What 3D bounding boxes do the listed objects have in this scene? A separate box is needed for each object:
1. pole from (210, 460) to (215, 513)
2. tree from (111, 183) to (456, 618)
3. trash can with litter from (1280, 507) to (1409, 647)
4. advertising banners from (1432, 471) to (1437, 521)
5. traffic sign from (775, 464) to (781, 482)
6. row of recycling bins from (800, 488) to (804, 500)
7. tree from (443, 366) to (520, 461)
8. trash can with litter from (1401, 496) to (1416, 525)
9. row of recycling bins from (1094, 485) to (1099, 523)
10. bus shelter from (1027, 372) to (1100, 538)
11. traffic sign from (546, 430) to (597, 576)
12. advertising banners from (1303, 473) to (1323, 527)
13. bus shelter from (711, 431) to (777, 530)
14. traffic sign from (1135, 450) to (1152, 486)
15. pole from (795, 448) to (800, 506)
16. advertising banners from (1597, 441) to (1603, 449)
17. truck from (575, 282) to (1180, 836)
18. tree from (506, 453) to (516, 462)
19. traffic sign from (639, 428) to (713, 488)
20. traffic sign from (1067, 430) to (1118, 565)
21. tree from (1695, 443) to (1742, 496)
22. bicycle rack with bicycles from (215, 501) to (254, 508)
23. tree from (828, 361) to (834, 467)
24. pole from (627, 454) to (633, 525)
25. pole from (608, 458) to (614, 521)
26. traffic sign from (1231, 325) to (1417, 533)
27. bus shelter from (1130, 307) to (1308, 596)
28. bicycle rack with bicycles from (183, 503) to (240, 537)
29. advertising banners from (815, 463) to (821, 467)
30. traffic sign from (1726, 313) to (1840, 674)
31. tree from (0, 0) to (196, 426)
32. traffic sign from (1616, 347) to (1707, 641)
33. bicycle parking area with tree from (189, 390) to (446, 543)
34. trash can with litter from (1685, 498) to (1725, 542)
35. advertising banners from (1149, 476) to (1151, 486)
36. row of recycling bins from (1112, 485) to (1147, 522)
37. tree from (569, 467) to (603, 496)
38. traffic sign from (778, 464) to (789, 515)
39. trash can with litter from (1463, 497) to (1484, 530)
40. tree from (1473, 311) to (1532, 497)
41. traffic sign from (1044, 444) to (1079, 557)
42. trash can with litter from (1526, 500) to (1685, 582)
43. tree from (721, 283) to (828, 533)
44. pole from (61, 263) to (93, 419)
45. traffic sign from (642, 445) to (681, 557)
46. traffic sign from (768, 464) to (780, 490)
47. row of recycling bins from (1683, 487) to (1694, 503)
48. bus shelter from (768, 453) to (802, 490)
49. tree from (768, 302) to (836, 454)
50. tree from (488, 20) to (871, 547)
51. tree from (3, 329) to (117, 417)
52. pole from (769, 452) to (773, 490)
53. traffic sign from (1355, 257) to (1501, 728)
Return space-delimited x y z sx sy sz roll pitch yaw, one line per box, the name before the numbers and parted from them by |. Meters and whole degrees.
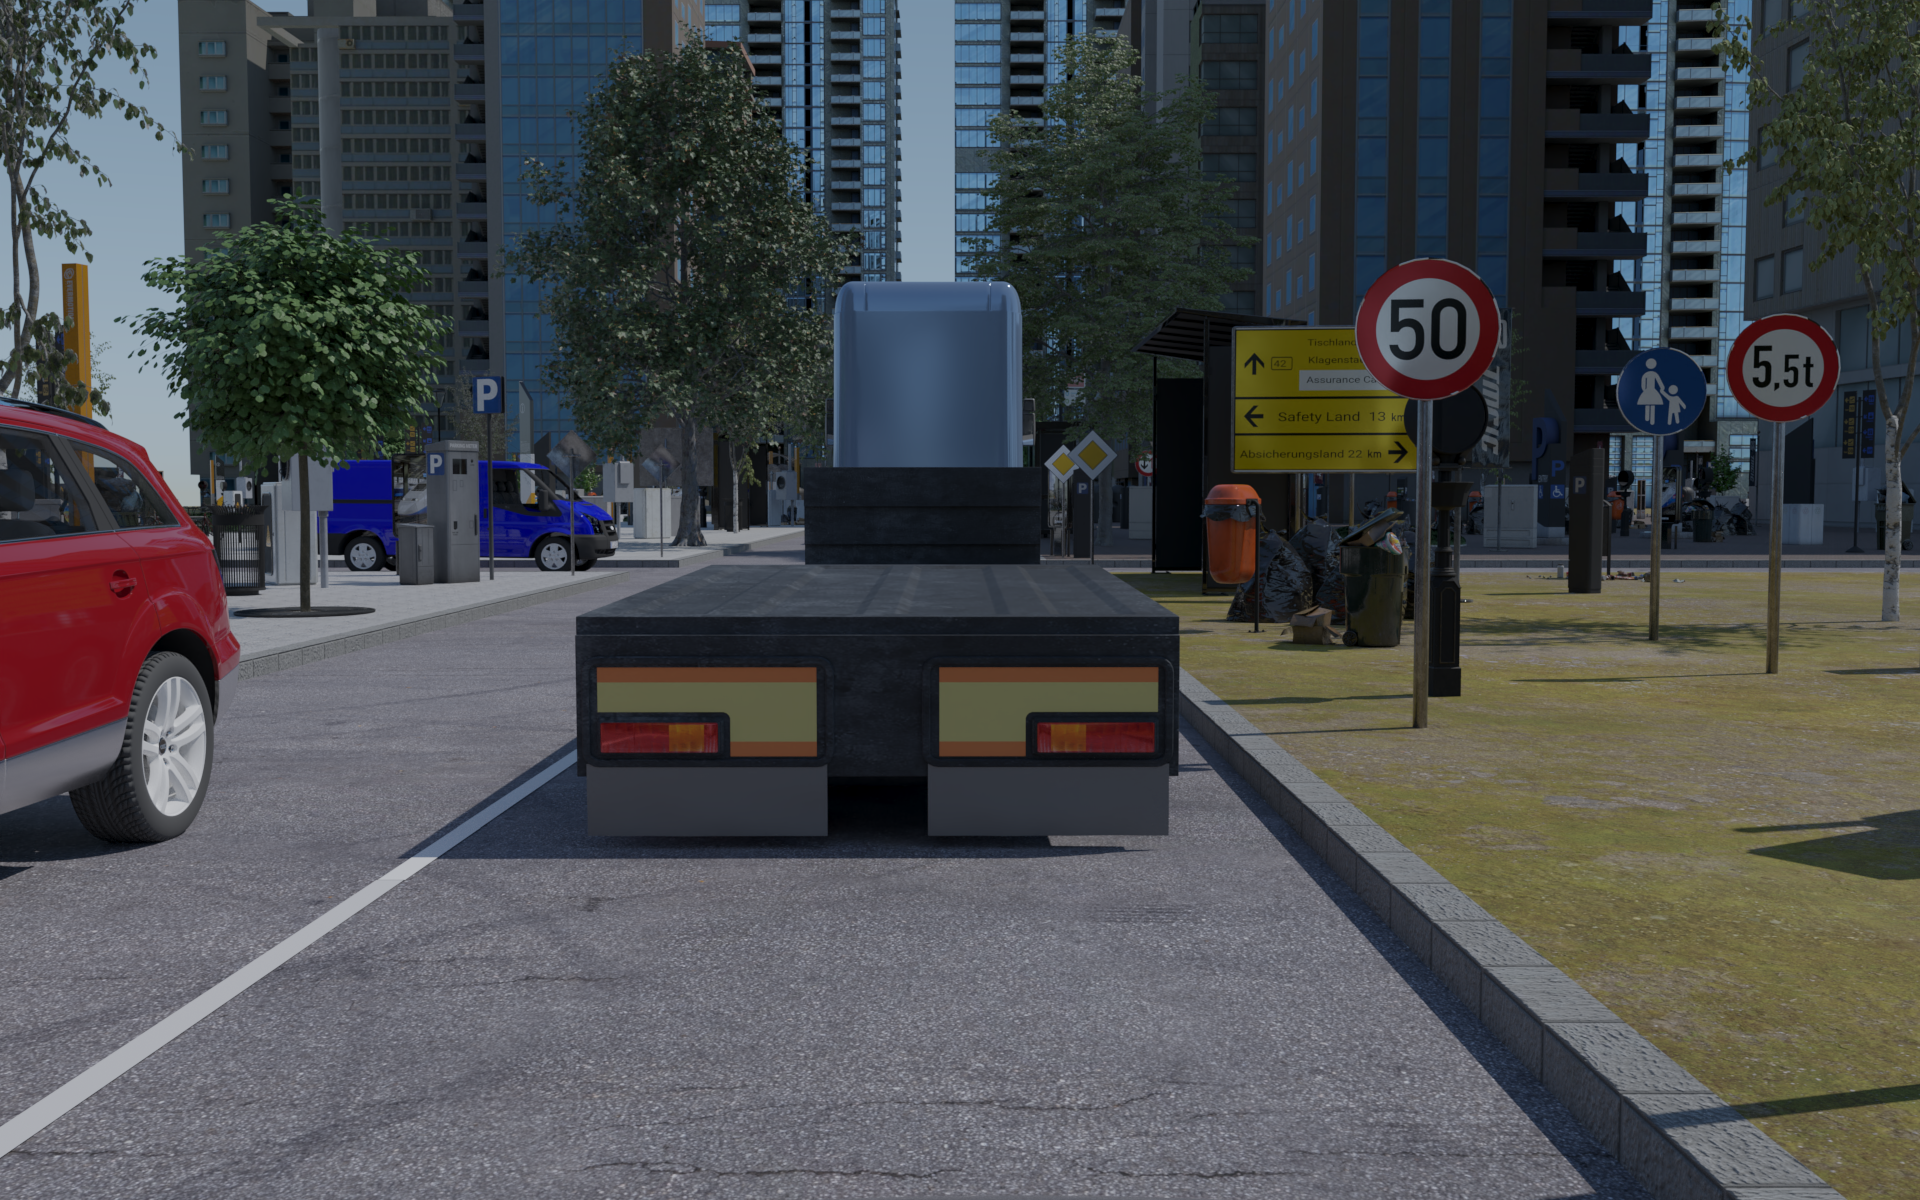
pole | -45.063 -6.762 104.401 0.158 3.312 0.155 0 3 0
tree | -7.114 -2.125 18.451 4.285 4.588 4.351 0 3 0
trash can with litter | 3.257 -0.202 14.682 1.055 1.170 0.624 2 4 26
advertising banners | 17.074 -4.024 61.975 0.090 3.025 2.074 0 4 5
traffic sign | -7.743 -4.567 74.673 0.884 2.594 0.081 0 4 6
row of recycling bins | -9.348 -5.605 98.755 1.069 1.692 3.534 0 4 -4
tree | -27.779 -9.174 100.353 4.360 8.622 3.978 0 3 0
trash can with litter | 12.949 -2.465 51.361 2.233 1.210 1.678 0 4 7
row of recycling bins | 4.732 -4.230 76.268 3.534 1.692 1.069 -1 4 -9
bus shelter | 3.034 -4.682 54.186 2.179 5.291 8.768 0 3 0
traffic sign | -6.074 -1.437 27.131 0.795 2.450 0.064 0 4 0
advertising banners | 8.936 -3.010 45.398 0.090 3.025 2.074 -2 4 -27
bus shelter | -7.972 -4.469 64.345 1.731 3.624 6.357 0 3 0
traffic sign | 5.442 -3.059 50.121 0.768 2.556 0.104 0 4 3
pole | -7.157 -5.031 76.095 0.158 3.312 0.155 0 3 0
advertising banners | 21.053 -3.763 57.713 0.090 3.025 2.074 0 4 4
truck | -0.378 -1.617 16.196 2.967 4.110 18.799 0 4 0
tree | -20.978 -5.291 81.117 1.663 3.219 1.824 0 3 0
traffic sign | -8.698 -3.623 53.114 2.265 3.308 0.079 0 4 1
traffic sign | 2.070 -1.434 27.090 0.795 2.450 0.064 0 4 0
tree | 28.766 -4.347 65.681 1.663 3.219 1.824 0 3 0
bicycle rack with bicycles | -38.935 -4.768 91.338 2.925 0.926 2.852 0 4 -3
tree | -6.488 -7.946 80.284 4.737 8.622 4.395 0 3 0
pole | -13.500 -4.709 70.830 0.158 3.312 0.155 0 3 0
pole | -13.081 -4.345 64.883 0.158 3.312 0.155 0 3 0
traffic sign | 4.427 -1.659 20.992 2.265 3.308 0.079 0 4 6
bus shelter | 3.588 -2.056 24.894 1.731 3.624 6.357 0 4 0
bicycle rack with bicycles | -23.642 -2.364 52.026 2.852 0.926 2.925 3 5 43
advertising banners | -7.335 -6.107 96.043 2.074 3.025 0.090 3 5 44
traffic sign | 5.812 -0.747 12.318 0.768 2.556 0.104 0 4 7
tree | -6.995 -3.774 12.061 4.360 8.622 3.978 0 3 0
traffic sign | 6.087 -0.918 15.121 0.768 2.556 0.104 0 4 4
bicycle parking area with tree | -17.072 -3.731 47.999 8.231 4.147 9.016 1 4 15
trash can with litter | 19.916 -2.131 46.234 1.055 1.170 0.624 -2 4 -35
advertising banners | 7.490 -4.524 70.155 0.090 3.025 2.074 1 4 22
row of recycling bins | 8.256 -4.426 79.471 3.534 1.692 1.069 -2 4 -34
tree | -19.589 -5.847 90.196 1.663 3.219 1.824 0 3 0
traffic sign | -7.597 -4.535 74.249 0.768 2.556 0.104 0 4 6
trash can with litter | 18.695 -3.128 62.538 1.055 1.170 0.624 -3 5 -40
tree | 20.043 -7.114 66.674 4.737 8.622 4.395 0 3 0
traffic sign | 2.091 -1.922 35.075 0.795 2.450 0.064 0 4 0
trash can with litter | 9.754 -0.909 25.916 1.678 1.210 2.233 -2 4 -28
tree | -7.064 -6.473 56.204 4.737 8.622 4.395 0 3 0
pole | -7.844 -1.321 15.445 0.158 3.312 0.155 0 3 0
traffic sign | -6.053 -1.925 35.116 0.795 2.450 0.064 0 4 0
traffic sign | -7.971 -4.475 73.279 0.768 2.556 0.104 0 4 7
row of recycling bins | 40.934 -5.638 99.296 1.069 1.692 3.534 0 4 -6
bus shelter | -9.201 -5.694 87.020 2.014 3.302 5.546 0 4 0
tree | -6.477 -11.799 103.291 12.009 13.543 11.850 0 3 0
tree | -6.694 -7.677 42.527 9.611 12.733 9.660 0 3 0
tree | -36.761 -7.367 70.812 4.737 8.622 4.395 0 3 0
pole | -9.067 -5.459 83.090 0.158 3.312 0.155 0 3 0
traffic sign | 2.527 -0.571 9.437 0.768 2.556 0.104 1 4 8
